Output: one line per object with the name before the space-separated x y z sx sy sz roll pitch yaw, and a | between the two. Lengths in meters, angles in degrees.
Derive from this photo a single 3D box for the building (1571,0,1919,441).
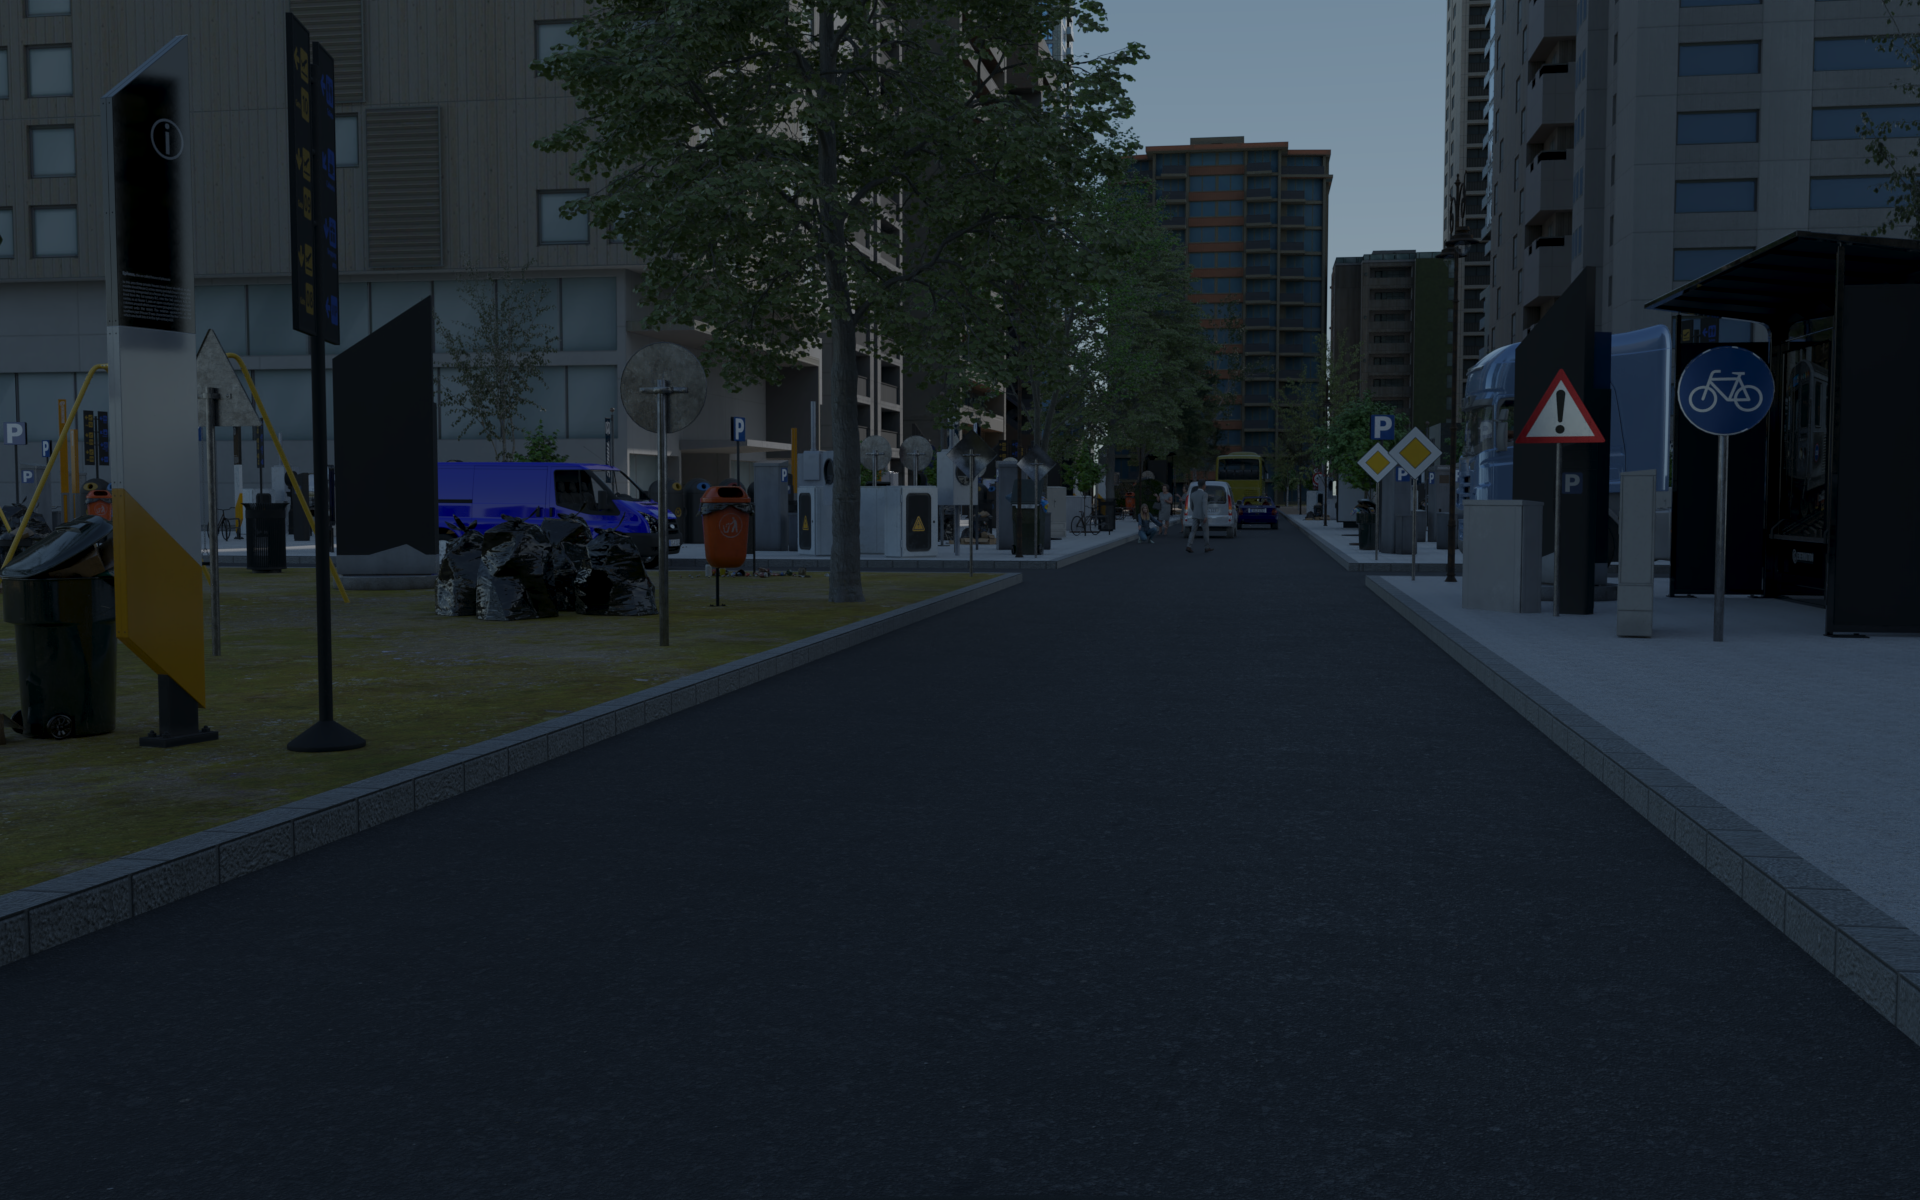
building | 42.803 -33.428 88.551 21.231 58.520 28.212 1 4 10

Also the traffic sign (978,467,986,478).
traffic sign | 0.466 -3.389 55.518 0.768 2.556 0.104 1 4 17

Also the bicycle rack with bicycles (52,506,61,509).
bicycle rack with bicycles | -52.989 -5.197 98.350 2.925 0.926 2.852 -1 4 -17

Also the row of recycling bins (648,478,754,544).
row of recycling bins | -6.386 -2.320 45.052 3.534 1.692 1.069 -2 4 -29

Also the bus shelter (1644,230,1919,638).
bus shelter | 8.806 -1.657 18.382 1.731 3.624 6.357 1 4 10

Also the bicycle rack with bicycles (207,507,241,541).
bicycle rack with bicycles | -21.042 -2.085 47.476 2.852 0.926 2.925 -1 4 -11

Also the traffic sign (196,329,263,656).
traffic sign | -5.897 -0.835 13.664 0.884 2.594 0.081 1 4 14

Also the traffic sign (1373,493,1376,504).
traffic sign | 11.735 -2.991 49.013 0.768 2.556 0.104 1 4 18

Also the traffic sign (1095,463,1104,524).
traffic sign | 5.576 -4.333 70.947 0.768 2.556 0.104 1 4 15

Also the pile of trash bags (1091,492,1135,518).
pile of trash bags | 7.752 -5.023 91.877 3.447 1.369 1.912 2 4 28

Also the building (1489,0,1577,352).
building | 51.816 -32.325 117.755 28.713 52.752 27.495 1 4 10

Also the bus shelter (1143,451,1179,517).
bus shelter | 11.422 -6.539 98.197 1.731 3.624 6.357 1 4 10

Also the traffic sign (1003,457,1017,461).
traffic sign | 1.721 -3.662 59.974 0.768 2.556 0.104 1 4 19

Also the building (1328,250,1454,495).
building | 51.711 -26.685 207.998 14.107 30.474 14.160 1 4 10

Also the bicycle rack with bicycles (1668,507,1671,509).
bicycle rack with bicycles | 18.628 -2.050 46.906 2.925 0.926 2.852 2 4 35

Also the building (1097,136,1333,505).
building | 31.117 -34.290 215.272 28.867 44.769 22.147 1 4 10

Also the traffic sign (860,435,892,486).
traffic sign | -1.852 -2.289 37.530 0.768 2.556 0.104 1 4 16

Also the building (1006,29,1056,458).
building | 1.321 -31.546 165.883 14.200 45.320 14.600 1 4 10

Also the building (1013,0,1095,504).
building | 1.297 -55.407 218.574 31.000 86.520 22.319 1 4 10

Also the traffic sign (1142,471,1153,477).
traffic sign | 10.247 -5.785 94.684 0.768 2.556 0.104 1 4 12

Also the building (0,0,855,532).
building | -19.791 -29.368 69.401 28.713 52.752 27.495 1 4 10

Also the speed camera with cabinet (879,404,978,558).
speed camera with cabinet | -0.576 -2.506 35.303 2.038 3.252 0.660 -3 5 -40

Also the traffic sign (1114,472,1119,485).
traffic sign | 7.178 -4.849 81.407 0.606 2.300 0.079 1 4 13

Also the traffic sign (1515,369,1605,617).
traffic sign | 6.252 -1.106 18.089 0.884 2.594 0.081 1 4 17

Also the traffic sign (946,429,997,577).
traffic sign | 0.177 -1.415 26.771 0.795 2.450 0.064 1 4 10

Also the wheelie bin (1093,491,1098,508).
wheelie bin | 7.286 -4.995 89.583 0.693 1.594 0.980 -1 4 -10

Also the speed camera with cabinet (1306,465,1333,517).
speed camera with cabinet | 18.637 -5.828 89.617 0.660 3.252 2.038 3 4 37

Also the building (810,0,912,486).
building | -16.371 -44.442 164.885 20.611 71.187 20.563 1 4 10

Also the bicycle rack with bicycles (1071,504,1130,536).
bicycle rack with bicycles | 3.287 -2.474 53.828 2.852 0.926 2.925 2 4 31

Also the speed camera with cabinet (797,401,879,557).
speed camera with cabinet | -2.421 -2.613 37.053 2.038 3.252 0.660 1 4 16

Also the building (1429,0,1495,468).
building | 53.594 -51.059 147.488 22.319 86.520 31.000 1 4 10

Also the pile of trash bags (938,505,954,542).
pile of trash bags | -1.007 -2.330 47.841 1.912 1.369 3.447 0 4 -8

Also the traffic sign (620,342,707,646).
traffic sign | -2.497 -0.883 14.543 0.768 2.556 0.104 1 4 11

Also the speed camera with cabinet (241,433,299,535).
speed camera with cabinet | -22.026 -3.727 55.277 0.660 3.252 2.038 1 4 23

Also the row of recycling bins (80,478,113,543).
row of recycling bins | -21.416 -2.310 44.889 3.534 1.692 1.069 2 4 26

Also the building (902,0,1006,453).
building | -8.751 -30.563 123.408 21.300 48.544 21.600 1 4 10

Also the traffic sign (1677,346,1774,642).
traffic sign | 6.605 -0.911 15.008 0.768 2.556 0.104 1 4 17

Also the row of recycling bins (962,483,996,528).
row of recycling bins | 1.699 -3.543 65.039 3.534 1.692 1.069 3 5 45

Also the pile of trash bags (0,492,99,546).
pile of trash bags | -21.226 -1.827 39.631 3.447 1.369 1.912 -3 4 -37

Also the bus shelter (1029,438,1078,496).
bus shelter | 4.174 -5.063 74.059 1.731 3.624 6.357 1 4 9

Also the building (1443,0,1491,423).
building | 69.405 -47.033 207.246 20.611 71.187 20.563 1 4 10

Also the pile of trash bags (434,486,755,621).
pile of trash bags | -3.880 -0.558 18.870 3.447 1.369 1.912 -2 4 -29

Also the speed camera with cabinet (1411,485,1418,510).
speed camera with cabinet | 18.677 -4.770 72.327 0.660 3.252 2.038 2 4 24

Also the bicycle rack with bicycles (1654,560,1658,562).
bicycle rack with bicycles | 12.142 -1.228 33.461 2.925 0.926 2.852 2 4 30

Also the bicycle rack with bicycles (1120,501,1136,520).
bicycle rack with bicycles | 7.379 -4.424 85.716 2.925 0.926 2.852 1 4 23

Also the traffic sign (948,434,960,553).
traffic sign | -0.102 -2.313 37.825 0.884 2.594 0.081 1 4 19

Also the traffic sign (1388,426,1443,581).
traffic sign | 6.723 -1.345 25.635 0.795 2.450 0.064 1 4 10

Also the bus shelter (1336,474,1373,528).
bus shelter | 14.624 -4.226 63.025 2.014 3.302 5.546 1 4 10

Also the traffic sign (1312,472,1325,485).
traffic sign | 20.770 -6.122 100.205 0.768 2.556 0.104 1 4 10

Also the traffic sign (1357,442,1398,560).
traffic sign | 8.069 -1.827 33.507 0.795 2.450 0.064 1 4 10

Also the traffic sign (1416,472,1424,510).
traffic sign | 17.377 -3.906 65.989 0.606 2.300 0.079 1 4 15

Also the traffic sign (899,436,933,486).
traffic sign | -0.973 -2.303 37.756 0.768 2.556 0.104 1 4 15

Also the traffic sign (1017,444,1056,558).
traffic sign | 1.523 -1.896 34.642 0.795 2.450 0.064 1 4 10
